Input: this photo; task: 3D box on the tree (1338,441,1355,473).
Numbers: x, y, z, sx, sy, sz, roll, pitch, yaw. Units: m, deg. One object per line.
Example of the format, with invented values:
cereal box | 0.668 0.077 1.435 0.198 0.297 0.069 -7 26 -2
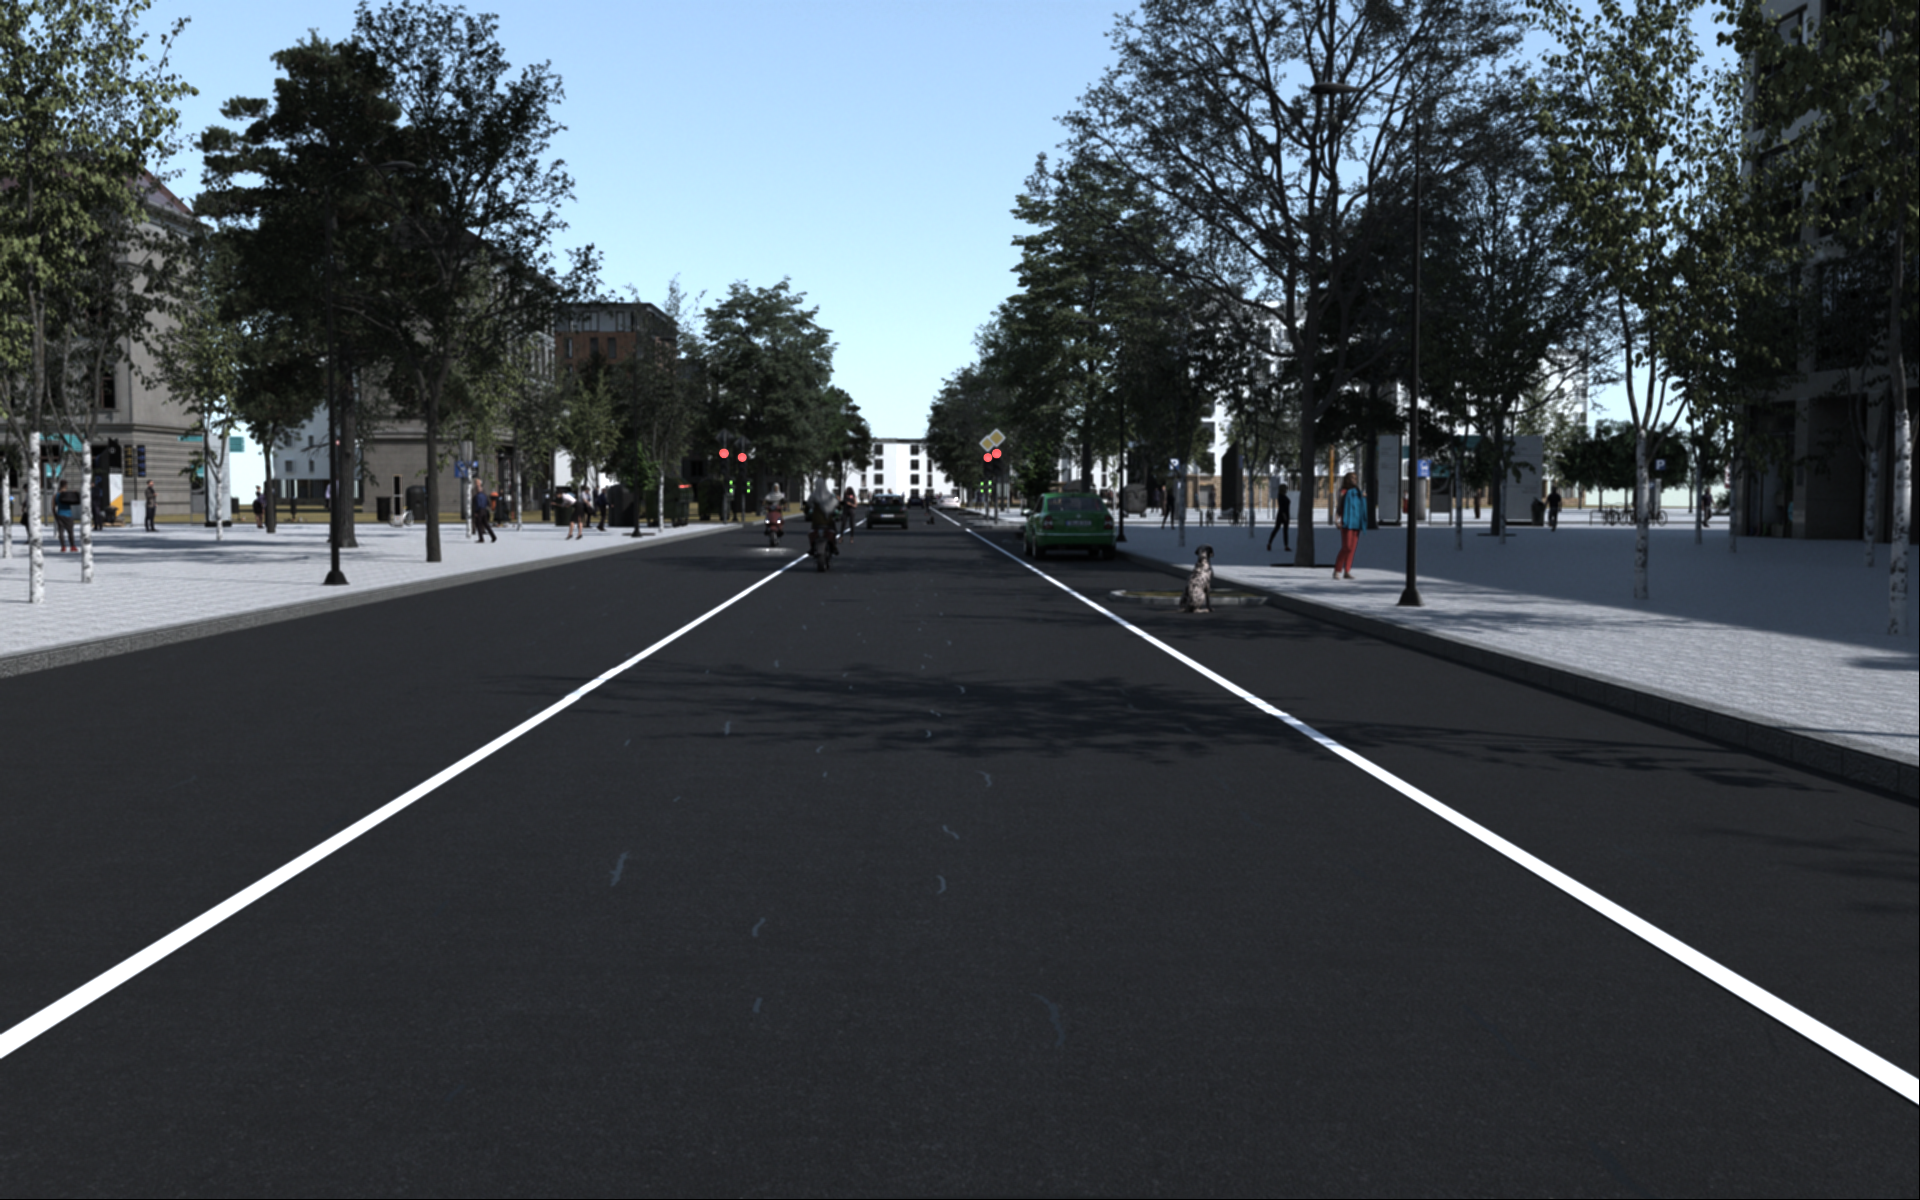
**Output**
tree | 29.608 -10.804 127.005 4.737 8.622 4.395 0 3 0

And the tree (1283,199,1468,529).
tree | 14.968 -8.609 62.815 6.751 12.117 7.091 0 3 0

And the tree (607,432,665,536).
tree | -9.970 -3.626 53.883 1.663 3.219 1.824 0 3 0

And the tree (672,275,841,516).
tree | -11.643 -11.836 100.174 9.857 13.997 8.962 0 3 0

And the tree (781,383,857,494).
tree | -13.008 -13.709 149.895 9.928 11.665 9.643 0 3 0

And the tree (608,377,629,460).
tree | -21.113 -9.133 99.681 4.737 8.622 4.395 0 3 0

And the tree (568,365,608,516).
tree | -22.077 -8.653 91.846 4.737 8.622 4.395 0 3 0

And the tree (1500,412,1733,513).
tree | 46.968 -9.590 119.699 11.467 7.101 20.602 0 4 -5

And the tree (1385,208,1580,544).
tree | 13.874 -5.759 44.515 4.360 8.622 3.978 0 3 0

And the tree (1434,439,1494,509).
tree | 49.891 -11.172 145.564 20.602 7.101 11.467 1 4 23

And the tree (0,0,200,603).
tree | -11.120 -4.268 20.151 4.737 8.622 4.395 0 3 0

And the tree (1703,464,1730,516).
tree | 53.687 -12.104 99.724 18.604 14.587 13.155 0 4 1

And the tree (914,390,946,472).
tree | 3.179 -13.245 126.932 12.009 13.543 11.850 0 3 0

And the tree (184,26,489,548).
tree | -14.647 -7.284 41.155 6.751 12.117 7.091 0 3 0

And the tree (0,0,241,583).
tree | -12.692 -4.570 25.089 4.360 8.622 3.978 0 3 0

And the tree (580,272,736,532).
tree | -10.049 -6.598 58.237 4.360 8.622 3.978 0 3 0

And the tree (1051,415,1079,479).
tree | 7.092 -11.735 142.225 4.360 8.622 3.978 0 3 0

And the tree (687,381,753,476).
tree | -15.255 -9.778 110.233 4.737 8.622 4.395 0 3 0

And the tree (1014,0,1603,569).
tree | 6.193 -7.320 30.044 12.009 13.543 11.850 0 3 0

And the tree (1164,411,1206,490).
tree | 17.332 -11.292 134.987 4.737 8.622 4.395 0 3 0

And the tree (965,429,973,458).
tree | 2.515 -12.594 156.267 4.360 8.622 3.978 0 3 0

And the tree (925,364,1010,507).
tree | 0.879 -15.829 165.463 9.857 13.997 8.962 0 3 0

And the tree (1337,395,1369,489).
tree | 24.695 -10.087 115.286 4.360 8.622 3.978 0 3 0

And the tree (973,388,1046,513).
tree | 3.479 -10.161 116.492 4.360 8.622 3.978 0 3 0

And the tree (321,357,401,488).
tree | -22.207 -6.904 63.249 4.360 8.622 3.978 0 3 0

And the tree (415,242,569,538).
tree | -14.404 -6.137 50.696 4.737 8.622 4.395 0 3 0

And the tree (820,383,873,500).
tree | -13.565 -17.758 197.762 7.806 13.903 7.818 0 3 0

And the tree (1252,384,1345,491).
tree | 26.135 -12.240 134.538 8.767 10.594 7.601 -3 4 -37

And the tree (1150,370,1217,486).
tree | 19.498 -13.993 150.847 6.751 12.117 7.091 0 3 0

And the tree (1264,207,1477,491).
tree | 24.909 -15.022 101.497 12.611 20.169 13.585 0 3 0

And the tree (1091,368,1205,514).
tree | 13.441 -11.767 126.796 8.767 10.594 7.601 0 4 3

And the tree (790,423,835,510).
tree | -13.972 -12.876 160.880 4.360 8.622 3.978 0 3 0

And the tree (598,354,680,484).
tree | -25.031 -12.981 134.295 6.751 12.117 7.091 0 3 0

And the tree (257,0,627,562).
tree | -10.079 -5.975 32.097 8.767 10.594 7.601 1 4 18

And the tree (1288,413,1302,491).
tree | 28.437 -12.042 147.247 4.737 8.622 4.395 0 3 0

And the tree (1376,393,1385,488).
tree | 29.509 -10.500 122.041 4.360 8.622 3.978 0 3 0

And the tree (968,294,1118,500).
tree | 4.246 -9.995 89.176 9.928 11.665 9.643 0 3 0

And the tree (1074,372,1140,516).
tree | 8.806 -9.220 101.111 4.737 8.622 4.395 0 3 0

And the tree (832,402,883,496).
tree | -14.809 -19.004 221.080 12.009 13.543 11.850 0 3 0

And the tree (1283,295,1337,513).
tree | 8.596 -6.133 50.637 4.360 8.622 3.978 0 3 0

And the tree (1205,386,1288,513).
tree | 19.078 -10.106 115.594 4.737 8.622 4.395 0 3 0

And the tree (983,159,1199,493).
tree | 4.594 -8.574 58.304 7.486 12.596 7.792 0 3 0

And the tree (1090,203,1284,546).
tree | 5.416 -5.635 42.492 4.360 8.622 3.978 0 3 0

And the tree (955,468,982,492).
tree | 1.187 -11.610 173.535 4.285 4.588 4.351 0 3 0

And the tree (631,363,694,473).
tree | -26.227 -14.032 147.548 7.486 12.596 7.792 0 3 0

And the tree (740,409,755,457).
tree | -18.506 -11.644 140.742 4.360 8.622 3.978 0 3 0

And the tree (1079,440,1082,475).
tree | 10.481 -12.187 149.617 4.360 8.622 3.978 0 3 0

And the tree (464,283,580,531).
tree | -15.031 -6.693 59.800 4.360 8.622 3.978 0 3 0

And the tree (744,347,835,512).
tree | -12.697 -12.548 127.223 6.751 12.117 7.091 0 3 0

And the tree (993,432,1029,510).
tree | 4.581 -11.364 136.158 4.737 8.622 4.395 0 3 0
